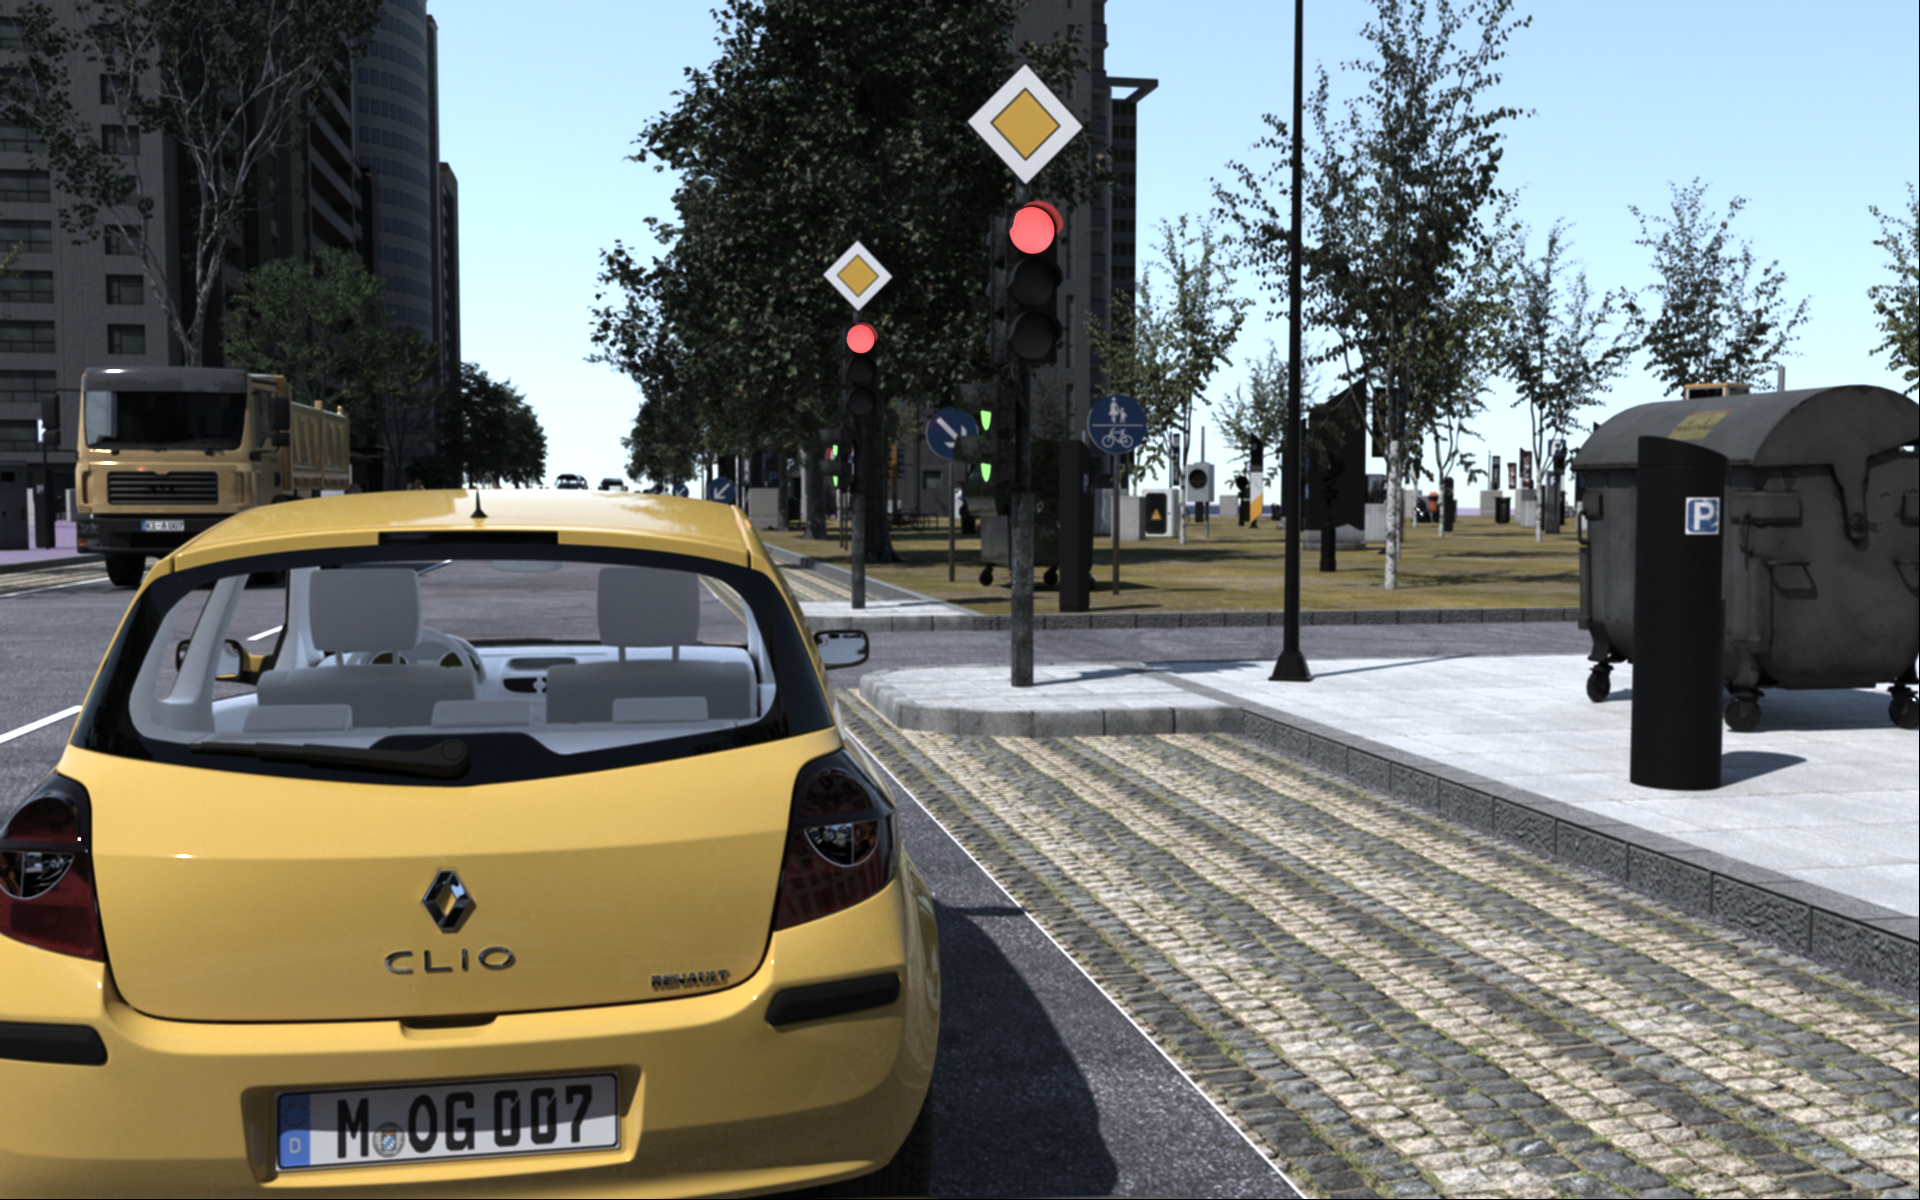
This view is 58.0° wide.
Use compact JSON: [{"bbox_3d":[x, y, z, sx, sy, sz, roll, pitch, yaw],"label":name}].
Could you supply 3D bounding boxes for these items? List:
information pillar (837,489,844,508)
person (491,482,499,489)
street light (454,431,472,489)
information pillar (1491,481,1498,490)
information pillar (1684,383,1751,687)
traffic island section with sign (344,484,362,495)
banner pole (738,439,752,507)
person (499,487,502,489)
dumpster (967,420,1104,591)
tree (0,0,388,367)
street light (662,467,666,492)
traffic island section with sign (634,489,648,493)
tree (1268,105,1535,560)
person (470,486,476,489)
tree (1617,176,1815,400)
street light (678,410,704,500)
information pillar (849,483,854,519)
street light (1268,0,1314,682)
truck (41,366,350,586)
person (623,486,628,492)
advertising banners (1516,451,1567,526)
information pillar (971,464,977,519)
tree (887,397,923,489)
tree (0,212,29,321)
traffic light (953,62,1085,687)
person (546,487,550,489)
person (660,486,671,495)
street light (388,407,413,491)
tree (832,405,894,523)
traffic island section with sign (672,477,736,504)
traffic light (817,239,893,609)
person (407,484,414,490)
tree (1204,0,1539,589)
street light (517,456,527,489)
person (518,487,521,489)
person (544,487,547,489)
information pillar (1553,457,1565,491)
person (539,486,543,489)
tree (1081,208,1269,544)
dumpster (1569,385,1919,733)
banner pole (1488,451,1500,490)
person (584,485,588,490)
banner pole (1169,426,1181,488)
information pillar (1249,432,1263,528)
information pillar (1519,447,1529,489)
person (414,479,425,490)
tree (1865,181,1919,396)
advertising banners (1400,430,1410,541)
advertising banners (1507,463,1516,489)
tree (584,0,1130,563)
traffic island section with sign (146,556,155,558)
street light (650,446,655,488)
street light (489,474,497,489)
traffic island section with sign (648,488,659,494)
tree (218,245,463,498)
[{"bbox_3d":[-6.331,-6.111,91.275,0.183,3.616,0.504,-3,5,-42],"label":"information pillar"},{"bbox_3d":[-14.451,-2.793,54.355,0.592,1.802,0.473,1,4,18],"label":"person"},{"bbox_3d":[-36.915,-9.537,128.475,1.470,5.913,1.316,-1,4,-11],"label":"street light"},{"bbox_3d":[30.633,-5.799,99.309,0.304,2.012,0.304,0,4,-7],"label":"information pillar"},{"bbox_3d":[5.065,-0.437,11.640,0.304,2.012,0.304,-3,4,-38],"label":"information pillar"},{"bbox_3d":[-23.081,-3.503,65.903,1.989,1.847,2.006,-1,4,-11],"label":"traffic island section with sign"},{"bbox_3d":[-8.662,-4.849,69.304,0.863,3.779,0.401,2,4,27],"label":"banner pole"},{"bbox_3d":[-20.927,-4.251,78.495,0.515,1.767,0.782,0,4,-1],"label":"person"},{"bbox_3d":[1.007,-1.280,23.422,1.502,2.255,1.985,-1,4,-11],"label":"dumpster"},{"bbox_3d":[-23.912,-11.931,50.954,12.611,20.169,13.585,0,3,0],"label":"tree"},{"bbox_3d":[-21.934,-9.738,131.756,1.470,5.913,1.316,-1,4,-11],"label":"street light"},{"bbox_3d":[-26.159,-8.274,143.905,1.989,1.847,2.006,-1,4,-11],"label":"traffic island section with sign"},{"bbox_3d":[8.779,-5.090,33.582,4.737,8.622,4.395,0,3,0],"label":"tree"},{"bbox_3d":[-17.116,-3.134,60.571,0.643,1.720,0.563,1,4,9],"label":"person"},{"bbox_3d":[17.240,-5.487,40.070,4.360,8.622,3.978,0,3,0],"label":"tree"},{"bbox_3d":[-14.645,-7.484,94.910,1.470,5.913,1.316,-1,4,-11],"label":"street light"},{"bbox_3d":[-5.613,-5.232,90.036,0.304,2.012,0.304,0,3,0],"label":"information pillar"},{"bbox_3d":[1.761,-2.396,11.713,1.470,5.913,1.316,-1,4,-11],"label":"street light"},{"bbox_3d":[-12.470,-2.049,29.423,3.469,3.379,9.791,-1,4,-10],"label":"truck"},{"bbox_3d":[-16.073,-4.624,84.117,0.660,1.820,0.620,3,5,44],"label":"person"},{"bbox_3d":[23.722,-4.542,70.444,2.074,3.025,0.090,-1,4,-9],"label":"advertising banners"},{"bbox_3d":[0.811,-6.075,90.676,0.504,3.616,0.183,0,4,5],"label":"information pillar"},{"bbox_3d":[-4.140,-8.734,93.169,4.737,8.622,4.395,0,3,0],"label":"tree"},{"bbox_3d":[-18.571,-4.845,29.578,4.737,8.622,4.395,0,3,0],"label":"tree"},{"bbox_3d":[0.397,-1.378,11.456,0.839,4.253,0.868,-1,4,-11],"label":"traffic light"},{"bbox_3d":[-20.587,-4.745,86.427,0.374,1.781,0.599,2,4,33],"label":"person"},{"bbox_3d":[-12.397,-3.926,73.178,0.782,1.767,0.515,1,4,12],"label":"person"},{"bbox_3d":[-29.706,-7.304,91.955,1.470,5.913,1.316,-1,4,-11],"label":"street light"},{"bbox_3d":[-5.183,-7.753,77.126,4.360,8.622,3.978,0,3,0],"label":"tree"},{"bbox_3d":[-5.888,-2.025,41.738,1.989,1.847,2.006,-1,4,-11],"label":"traffic island section with sign"},{"bbox_3d":[-1.157,-1.857,19.289,0.839,4.253,0.868,-1,4,-11],"label":"traffic light"},{"bbox_3d":[-18.298,-2.985,57.665,0.694,1.780,0.624,-2,4,-30],"label":"person"},{"bbox_3d":[5.741,-4.471,23.470,4.360,8.622,3.978,0,3,0],"label":"tree"},{"bbox_3d":[-53.325,-14.567,210.711,1.470,5.913,1.316,-1,4,-11],"label":"street light"},{"bbox_3d":[-23.353,-5.066,91.533,0.583,1.804,0.606,0,4,-5],"label":"person"},{"bbox_3d":[-26.316,-6.250,110.315,1.348,1.869,0.705,-2,4,-27],"label":"person"},{"bbox_3d":[25.819,-5.093,74.622,0.504,3.616,0.183,1,4,21],"label":"information pillar"},{"bbox_3d":[-20.566,-4.665,84.869,0.616,1.811,0.778,-3,4,-36],"label":"person"},{"bbox_3d":[5.531,-5.750,44.383,4.737,8.622,4.395,0,3,0],"label":"tree"},{"bbox_3d":[4.575,-0.262,10.049,1.264,1.857,1.865,-1,4,-11],"label":"dumpster"},{"bbox_3d":[30.742,-6.720,99.882,0.863,3.779,0.401,0,4,-2],"label":"banner pole"},{"bbox_3d":[-14.261,-3.486,65.842,0.624,1.780,0.694,-3,5,-43],"label":"person"},{"bbox_3d":[7.793,-4.469,63.091,0.401,3.779,0.863,-2,4,-24],"label":"banner pole"},{"bbox_3d":[11.119,-4.503,64.986,0.504,3.616,0.183,2,4,28],"label":"information pillar"},{"bbox_3d":[27.969,-5.783,85.903,0.504,3.616,0.183,3,5,41],"label":"information pillar"},{"bbox_3d":[-13.441,-2.094,42.985,0.600,1.795,0.529,3,5,42],"label":"person"},{"bbox_3d":[22.978,-5.500,40.295,4.737,8.622,4.395,0,3,0],"label":"tree"},{"bbox_3d":[11.895,-3.096,46.800,0.090,3.025,2.074,2,4,30],"label":"advertising banners"},{"bbox_3d":[31.485,-6.131,96.422,2.074,3.025,0.090,0,4,5],"label":"advertising banners"},{"bbox_3d":[-1.626,-7.050,32.273,9.611,12.733,9.660,0,3,0],"label":"tree"},{"bbox_3d":[-17.821,-1.881,39.380,1.989,1.847,2.006,-1,4,-11],"label":"traffic island section with sign"},{"bbox_3d":[-30.960,-12.500,176.919,1.470,5.913,1.316,-1,4,-11],"label":"street light"},{"bbox_3d":[-44.322,-11.778,165.105,1.470,5.913,1.316,-1,4,-11],"label":"street light"},{"bbox_3d":[-11.130,-3.642,68.180,1.989,1.847,2.006,-1,4,-11],"label":"traffic island section with sign"},{"bbox_3d":[-26.683,-8.913,71.483,9.928,11.665,9.643,0,3,0],"label":"tree"}]
